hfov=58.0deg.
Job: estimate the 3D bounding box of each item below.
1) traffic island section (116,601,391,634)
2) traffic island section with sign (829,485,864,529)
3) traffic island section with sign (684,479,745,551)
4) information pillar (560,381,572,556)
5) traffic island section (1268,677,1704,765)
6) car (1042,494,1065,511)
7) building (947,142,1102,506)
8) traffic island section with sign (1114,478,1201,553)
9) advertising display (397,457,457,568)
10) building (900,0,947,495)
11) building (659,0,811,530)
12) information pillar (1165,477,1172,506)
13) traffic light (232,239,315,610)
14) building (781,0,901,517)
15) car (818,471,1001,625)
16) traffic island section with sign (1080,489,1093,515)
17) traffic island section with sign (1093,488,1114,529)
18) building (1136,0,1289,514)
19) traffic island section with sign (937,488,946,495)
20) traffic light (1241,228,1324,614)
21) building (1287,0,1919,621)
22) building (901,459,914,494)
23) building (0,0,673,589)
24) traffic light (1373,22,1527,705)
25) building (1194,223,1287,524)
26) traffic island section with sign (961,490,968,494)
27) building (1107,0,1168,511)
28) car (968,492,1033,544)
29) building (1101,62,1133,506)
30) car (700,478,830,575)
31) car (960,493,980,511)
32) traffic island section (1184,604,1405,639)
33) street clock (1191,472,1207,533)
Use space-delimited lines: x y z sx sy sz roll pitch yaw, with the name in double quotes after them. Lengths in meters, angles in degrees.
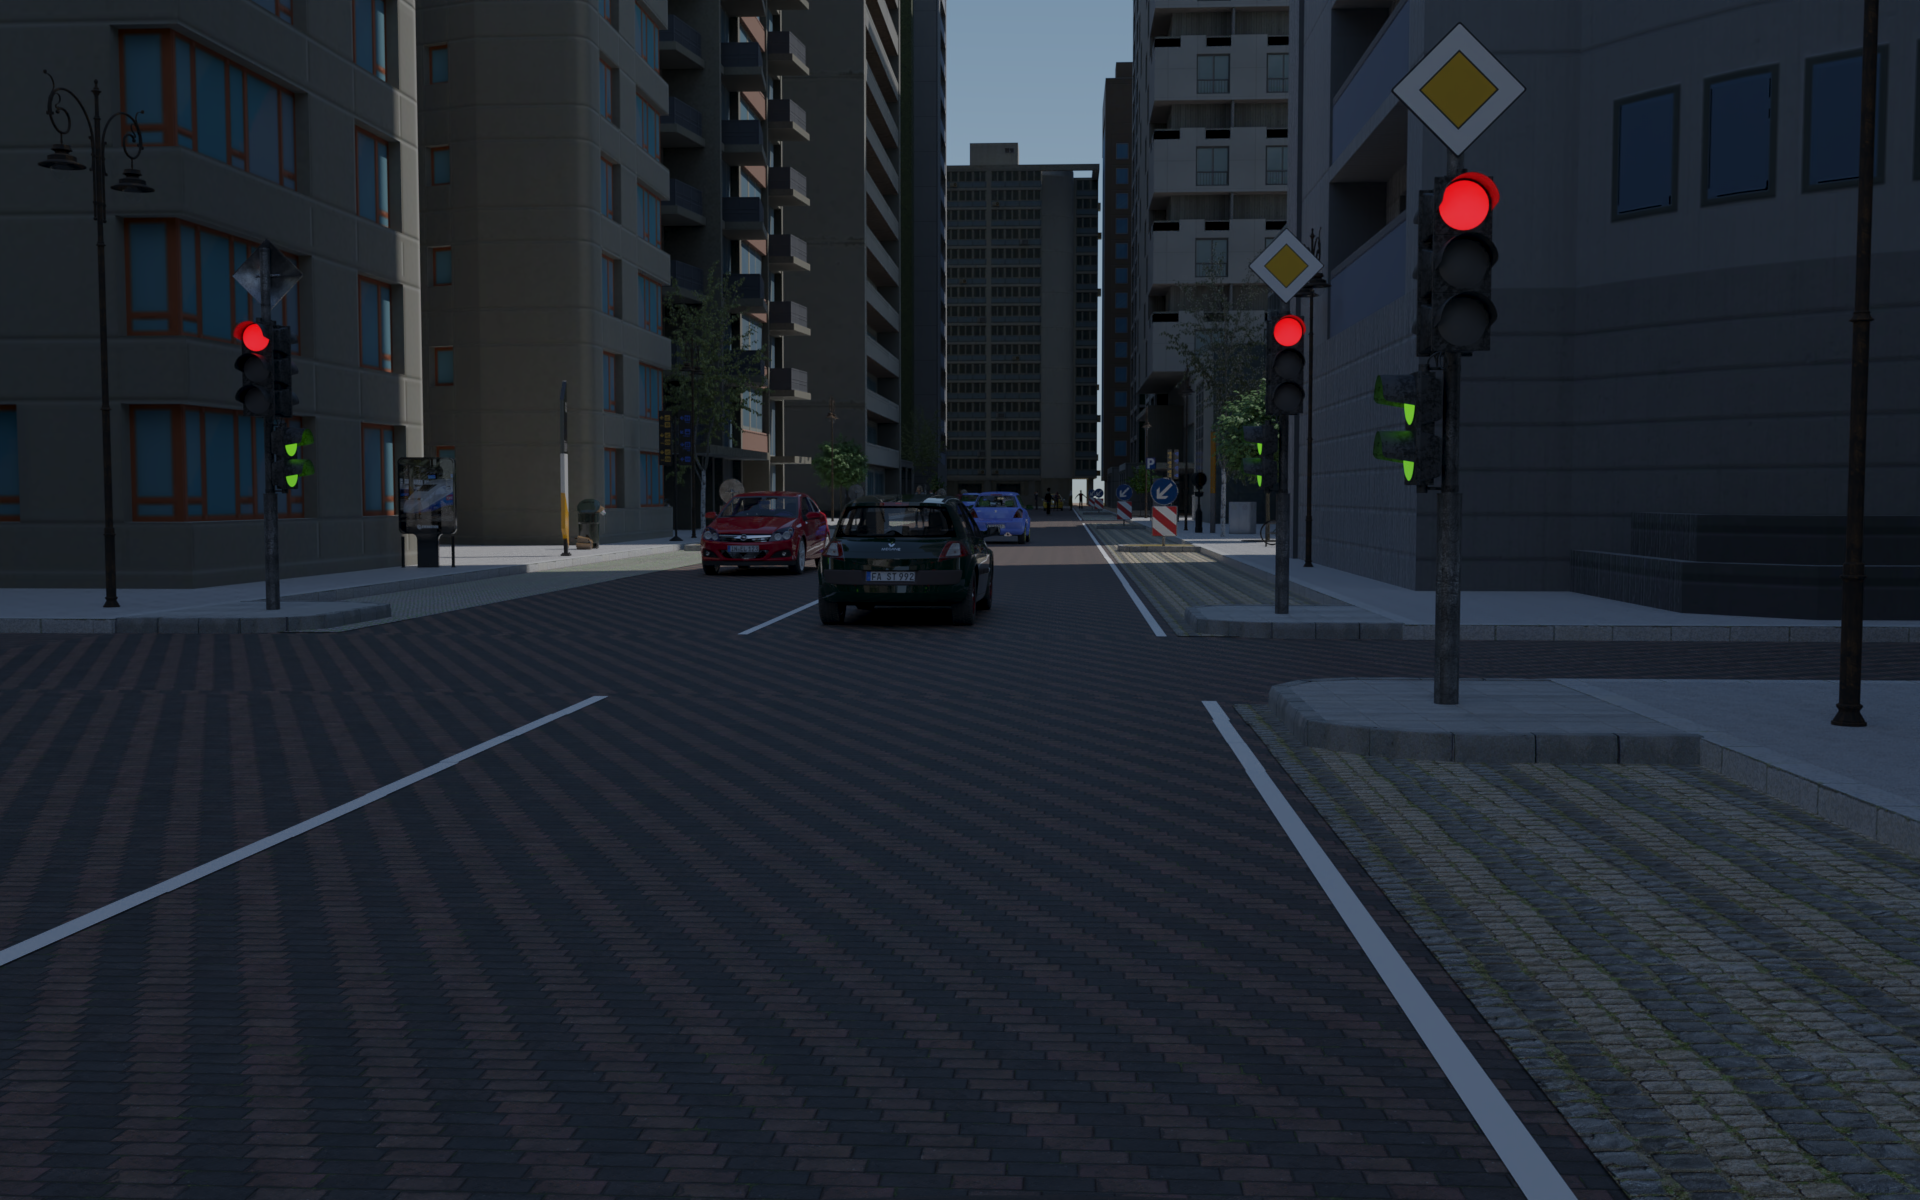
-7.648 0.186 19.244 2.009 0.180 2.903 0 4 3 "traffic island section"
-4.249 -3.813 70.976 1.989 1.847 2.006 0 4 3 "traffic island section with sign"
-5.843 -2.168 44.068 1.989 1.847 2.006 0 4 3 "traffic island section with sign"
-8.162 -2.714 35.723 0.183 3.616 0.504 0 4 -5 "information pillar"
3.000 0.714 10.610 2.009 0.180 2.903 0 4 3 "traffic island section"
7.999 -8.449 148.363 2.015 1.641 3.980 0 4 3 "car"
3.745 -30.722 194.177 23.993 40.220 32.217 0 4 3 "building"
4.933 -2.111 43.137 1.989 1.847 2.006 0 4 3 "traffic island section with sign"
-9.285 -1.529 30.206 0.974 1.923 0.123 0 4 -7 "advertising display"
-15.505 -37.784 159.770 28.212 58.520 21.231 0 4 3 "building"
-18.495 -25.640 73.833 22.147 44.769 28.867 0 4 3 "building"
8.992 -4.297 74.740 0.304 2.012 0.304 1 4 10 "information pillar"
-7.608 -1.846 19.107 0.839 4.253 0.868 0 4 3 "traffic light"
-15.211 -29.437 104.994 21.300 48.544 21.600 0 4 3 "building"
-0.560 -0.645 20.338 2.009 1.686 4.222 0 4 5 "car"
9.519 -6.821 120.156 1.989 1.847 2.006 0 4 3 "traffic island section with sign"
6.572 -3.797 70.714 1.989 1.847 2.006 0 4 3 "traffic island section with sign"
25.582 -32.027 112.876 28.713 52.752 27.495 0 4 3 "building"
-1.242 -6.903 121.498 1.989 1.847 2.006 0 4 3 "traffic island section with sign"
3.434 -1.807 18.469 0.839 4.253 0.868 0 4 3 "traffic light"
20.262 -29.527 24.766 28.212 58.520 21.231 0 4 3 "building"
-14.024 -42.023 125.336 20.563 71.187 20.611 0 4 3 "building"
-23.304 -11.799 37.949 27.650 21.520 28.899 0 4 3 "building"
2.961 -1.320 10.498 0.839 4.253 0.868 0 4 3 "traffic light"
21.688 -46.086 66.185 22.319 86.520 31.000 0 4 3 "building"
0.390 -8.582 148.950 1.989 1.847 2.006 0 4 3 "traffic island section with sign"
24.049 -43.964 157.063 20.563 71.187 20.611 0 4 3 "building"
1.171 -2.532 50.981 1.945 1.707 3.694 0 4 5 "car"
22.213 -32.585 182.882 14.200 45.320 14.600 0 4 3 "building"
-3.569 -1.416 32.188 2.155 1.783 4.494 0 4 5 "car"
0.727 -6.041 108.366 1.945 1.707 3.694 0 4 2 "car"
3.474 0.226 18.581 2.009 0.180 2.903 0 4 3 "traffic island section"
7.899 -3.222 57.243 0.471 2.002 0.358 -2 4 -25 "street clock"
